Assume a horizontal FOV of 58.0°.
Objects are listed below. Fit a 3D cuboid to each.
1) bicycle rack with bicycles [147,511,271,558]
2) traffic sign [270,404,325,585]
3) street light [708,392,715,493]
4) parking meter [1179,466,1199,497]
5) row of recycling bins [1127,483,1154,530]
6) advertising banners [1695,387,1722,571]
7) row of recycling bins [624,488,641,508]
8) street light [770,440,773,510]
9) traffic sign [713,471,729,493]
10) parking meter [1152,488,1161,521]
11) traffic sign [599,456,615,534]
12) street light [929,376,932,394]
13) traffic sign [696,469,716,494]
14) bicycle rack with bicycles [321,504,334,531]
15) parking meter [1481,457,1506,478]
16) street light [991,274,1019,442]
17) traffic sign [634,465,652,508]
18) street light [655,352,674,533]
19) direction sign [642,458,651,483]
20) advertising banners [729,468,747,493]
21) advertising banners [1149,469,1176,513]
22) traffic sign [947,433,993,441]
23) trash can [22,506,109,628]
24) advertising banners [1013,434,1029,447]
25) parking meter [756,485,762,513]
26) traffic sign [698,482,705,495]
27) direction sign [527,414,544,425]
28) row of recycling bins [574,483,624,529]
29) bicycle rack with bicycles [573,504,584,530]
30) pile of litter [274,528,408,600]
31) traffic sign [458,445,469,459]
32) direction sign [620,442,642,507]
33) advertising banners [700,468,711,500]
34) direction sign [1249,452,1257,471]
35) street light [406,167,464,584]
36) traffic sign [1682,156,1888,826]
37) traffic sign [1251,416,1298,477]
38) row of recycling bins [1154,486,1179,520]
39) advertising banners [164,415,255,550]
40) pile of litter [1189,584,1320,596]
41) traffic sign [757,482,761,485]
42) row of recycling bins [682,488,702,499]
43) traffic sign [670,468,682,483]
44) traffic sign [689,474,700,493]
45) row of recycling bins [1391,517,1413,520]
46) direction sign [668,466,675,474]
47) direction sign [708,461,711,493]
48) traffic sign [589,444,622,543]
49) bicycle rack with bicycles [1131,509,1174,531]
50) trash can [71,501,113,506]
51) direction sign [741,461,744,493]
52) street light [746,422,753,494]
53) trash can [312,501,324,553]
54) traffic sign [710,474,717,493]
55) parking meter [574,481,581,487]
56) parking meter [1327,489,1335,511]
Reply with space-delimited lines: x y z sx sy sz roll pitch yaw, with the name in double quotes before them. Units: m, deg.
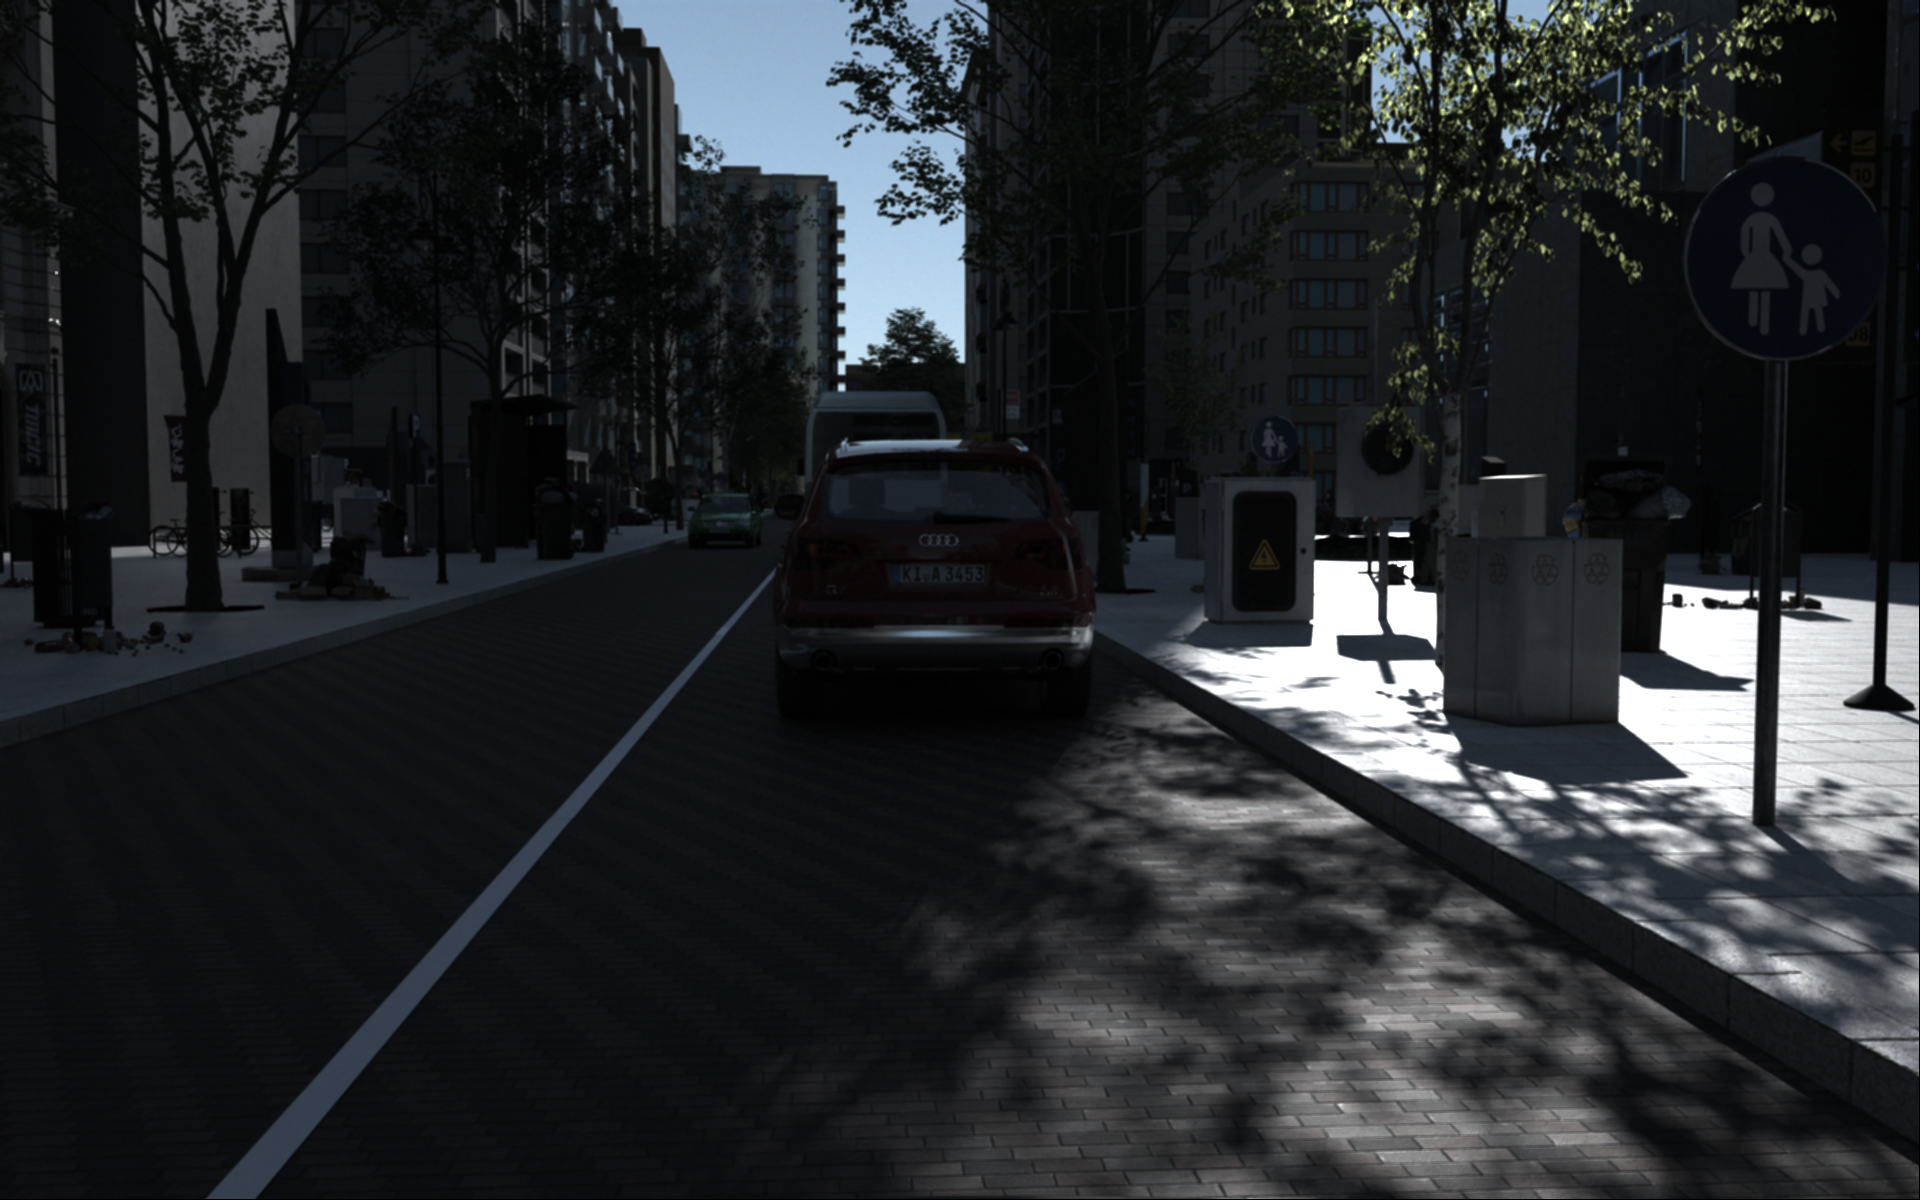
"bicycle rack with bicycles" -15.431 -1.371 35.801 2.925 0.926 2.852 0 4 5
"traffic sign" -9.345 -1.489 24.449 0.768 2.556 0.104 0 4 -2
"street light" -10.995 -6.353 76.664 0.468 5.910 1.993 0 4 -4
"parking meter" 4.806 -1.877 36.407 0.399 1.863 0.255 1 4 18
"row of recycling bins" 5.130 -3.333 61.609 3.534 1.692 1.069 -3 4 -36
"advertising banners" 12.577 -2.016 29.151 0.090 3.025 2.074 2 4 34
"row of recycling bins" -22.426 -6.749 117.456 1.069 1.692 3.534 -1 4 -22
"street light" -15.307 -10.227 140.002 0.468 5.910 1.993 0 4 -4
"traffic sign" -10.512 -4.422 75.945 0.795 2.450 0.064 0 4 -4
"parking meter" 7.874 -3.727 69.340 0.372 1.533 0.369 0 3 0
"traffic sign" -11.377 -3.419 56.004 0.768 2.556 0.104 0 4 -4
"street light" -1.143 -5.827 68.065 0.468 5.910 1.993 0 4 -4
"traffic sign" -9.971 -3.935 67.978 0.795 2.450 0.064 0 4 -4
"bicycle rack with bicycles" -22.392 -2.865 60.221 2.852 0.926 2.925 -3 5 -44
"parking meter" 8.295 -1.300 26.974 0.255 1.863 0.399 -1 4 -9
"street light" 0.939 -3.900 36.549 0.468 5.910 1.993 0 4 -4
"traffic sign" -13.692 -4.567 74.778 0.768 2.556 0.104 0 4 6
"street light" -9.606 -5.113 56.385 0.468 5.910 1.993 0 4 -4
"direction sign" -19.679 -7.166 109.166 0.379 3.537 0.876 -2 4 -35
"advertising banners" -14.700 -7.207 114.019 0.090 3.025 2.074 2 4 35
"advertising banners" 13.769 -7.437 117.785 2.074 3.025 0.090 1 4 22
"traffic sign" -0.038 -3.888 57.443 2.265 3.308 0.079 0 4 5
"trash can" -8.615 -0.310 16.724 0.748 1.137 0.748 0 3 0
"advertising banners" 2.429 -3.312 50.347 2.074 3.025 0.090 2 4 33
"parking meter" -13.532 -6.765 116.325 0.255 1.863 0.399 -3 4 -39
"traffic sign" -15.830 -6.544 107.100 0.768 2.556 0.104 0 4 -1
"direction sign" -12.060 -3.462 48.596 0.876 3.537 0.379 -3 5 -40
"row of recycling bins" -13.570 -3.512 64.531 1.069 1.692 3.534 0 4 2
"bicycle rack with bicycles" -14.291 -2.926 61.226 2.852 0.926 2.925 -1 4 -20
"pile of litter" -7.605 -0.443 21.209 1.719 0.858 1.176 2 4 31
"traffic sign" -12.388 -2.687 44.038 0.768 2.556 0.104 0 4 3
"direction sign" -14.548 -5.129 75.864 0.876 3.537 0.379 -3 5 -43
"advertising banners" -16.631 -7.189 113.731 0.090 3.025 2.074 1 4 14
"direction sign" 15.737 -6.192 93.237 0.379 3.537 0.876 -2 4 -24
"street light" -7.430 -3.174 24.683 0.468 5.910 1.993 0 4 -4
"traffic sign" 3.121 -0.400 6.648 0.768 2.556 0.104 0 4 1
"traffic sign" 5.110 -1.720 28.227 0.768 2.556 0.104 0 4 1
"row of recycling bins" 10.558 -4.933 87.770 3.534 1.692 1.069 1 4 10
"advertising banners" -16.974 -2.630 39.185 0.090 3.025 2.074 3 4 37
"pile of litter" 3.757 -0.514 22.365 1.176 0.858 1.719 -2 4 -33
"traffic sign" -16.280 -8.486 139.928 0.795 2.450 0.064 0 4 2
"row of recycling bins" -18.965 -7.075 122.786 1.069 1.692 3.534 1 4 13
"traffic sign" -14.334 -5.292 86.525 0.884 2.594 0.081 0 4 -3
"traffic sign" -17.022 -6.807 111.395 0.768 2.556 0.104 0 4 2
"row of recycling bins" 21.119 -4.741 84.628 3.534 1.692 1.069 -3 5 -40
"direction sign" -23.892 -9.260 143.391 0.379 3.537 0.876 -3 5 -41
"direction sign" -17.133 -7.743 118.592 0.379 3.537 0.876 0 4 8
"traffic sign" -9.279 -2.772 45.334 0.884 2.594 0.081 0 4 1
"bicycle rack with bicycles" 5.751 -2.753 58.387 2.925 0.926 2.852 0 4 8
"trash can" -17.374 -1.409 34.691 0.748 1.137 0.748 0 3 0
"direction sign" -14.835 -7.725 118.297 0.379 3.537 0.876 -1 4 -16
"street light" -13.156 -8.281 108.174 0.468 5.910 1.993 0 4 -4
"trash can" -14.324 -1.610 37.976 0.748 1.137 0.748 0 3 0
"traffic sign" -15.415 -6.642 108.694 0.768 2.556 0.104 0 4 3
"parking meter" -17.008 -4.369 77.150 0.255 1.863 0.399 1 4 15
"parking meter" 17.490 -4.484 81.726 0.372 1.533 0.369 0 3 0
